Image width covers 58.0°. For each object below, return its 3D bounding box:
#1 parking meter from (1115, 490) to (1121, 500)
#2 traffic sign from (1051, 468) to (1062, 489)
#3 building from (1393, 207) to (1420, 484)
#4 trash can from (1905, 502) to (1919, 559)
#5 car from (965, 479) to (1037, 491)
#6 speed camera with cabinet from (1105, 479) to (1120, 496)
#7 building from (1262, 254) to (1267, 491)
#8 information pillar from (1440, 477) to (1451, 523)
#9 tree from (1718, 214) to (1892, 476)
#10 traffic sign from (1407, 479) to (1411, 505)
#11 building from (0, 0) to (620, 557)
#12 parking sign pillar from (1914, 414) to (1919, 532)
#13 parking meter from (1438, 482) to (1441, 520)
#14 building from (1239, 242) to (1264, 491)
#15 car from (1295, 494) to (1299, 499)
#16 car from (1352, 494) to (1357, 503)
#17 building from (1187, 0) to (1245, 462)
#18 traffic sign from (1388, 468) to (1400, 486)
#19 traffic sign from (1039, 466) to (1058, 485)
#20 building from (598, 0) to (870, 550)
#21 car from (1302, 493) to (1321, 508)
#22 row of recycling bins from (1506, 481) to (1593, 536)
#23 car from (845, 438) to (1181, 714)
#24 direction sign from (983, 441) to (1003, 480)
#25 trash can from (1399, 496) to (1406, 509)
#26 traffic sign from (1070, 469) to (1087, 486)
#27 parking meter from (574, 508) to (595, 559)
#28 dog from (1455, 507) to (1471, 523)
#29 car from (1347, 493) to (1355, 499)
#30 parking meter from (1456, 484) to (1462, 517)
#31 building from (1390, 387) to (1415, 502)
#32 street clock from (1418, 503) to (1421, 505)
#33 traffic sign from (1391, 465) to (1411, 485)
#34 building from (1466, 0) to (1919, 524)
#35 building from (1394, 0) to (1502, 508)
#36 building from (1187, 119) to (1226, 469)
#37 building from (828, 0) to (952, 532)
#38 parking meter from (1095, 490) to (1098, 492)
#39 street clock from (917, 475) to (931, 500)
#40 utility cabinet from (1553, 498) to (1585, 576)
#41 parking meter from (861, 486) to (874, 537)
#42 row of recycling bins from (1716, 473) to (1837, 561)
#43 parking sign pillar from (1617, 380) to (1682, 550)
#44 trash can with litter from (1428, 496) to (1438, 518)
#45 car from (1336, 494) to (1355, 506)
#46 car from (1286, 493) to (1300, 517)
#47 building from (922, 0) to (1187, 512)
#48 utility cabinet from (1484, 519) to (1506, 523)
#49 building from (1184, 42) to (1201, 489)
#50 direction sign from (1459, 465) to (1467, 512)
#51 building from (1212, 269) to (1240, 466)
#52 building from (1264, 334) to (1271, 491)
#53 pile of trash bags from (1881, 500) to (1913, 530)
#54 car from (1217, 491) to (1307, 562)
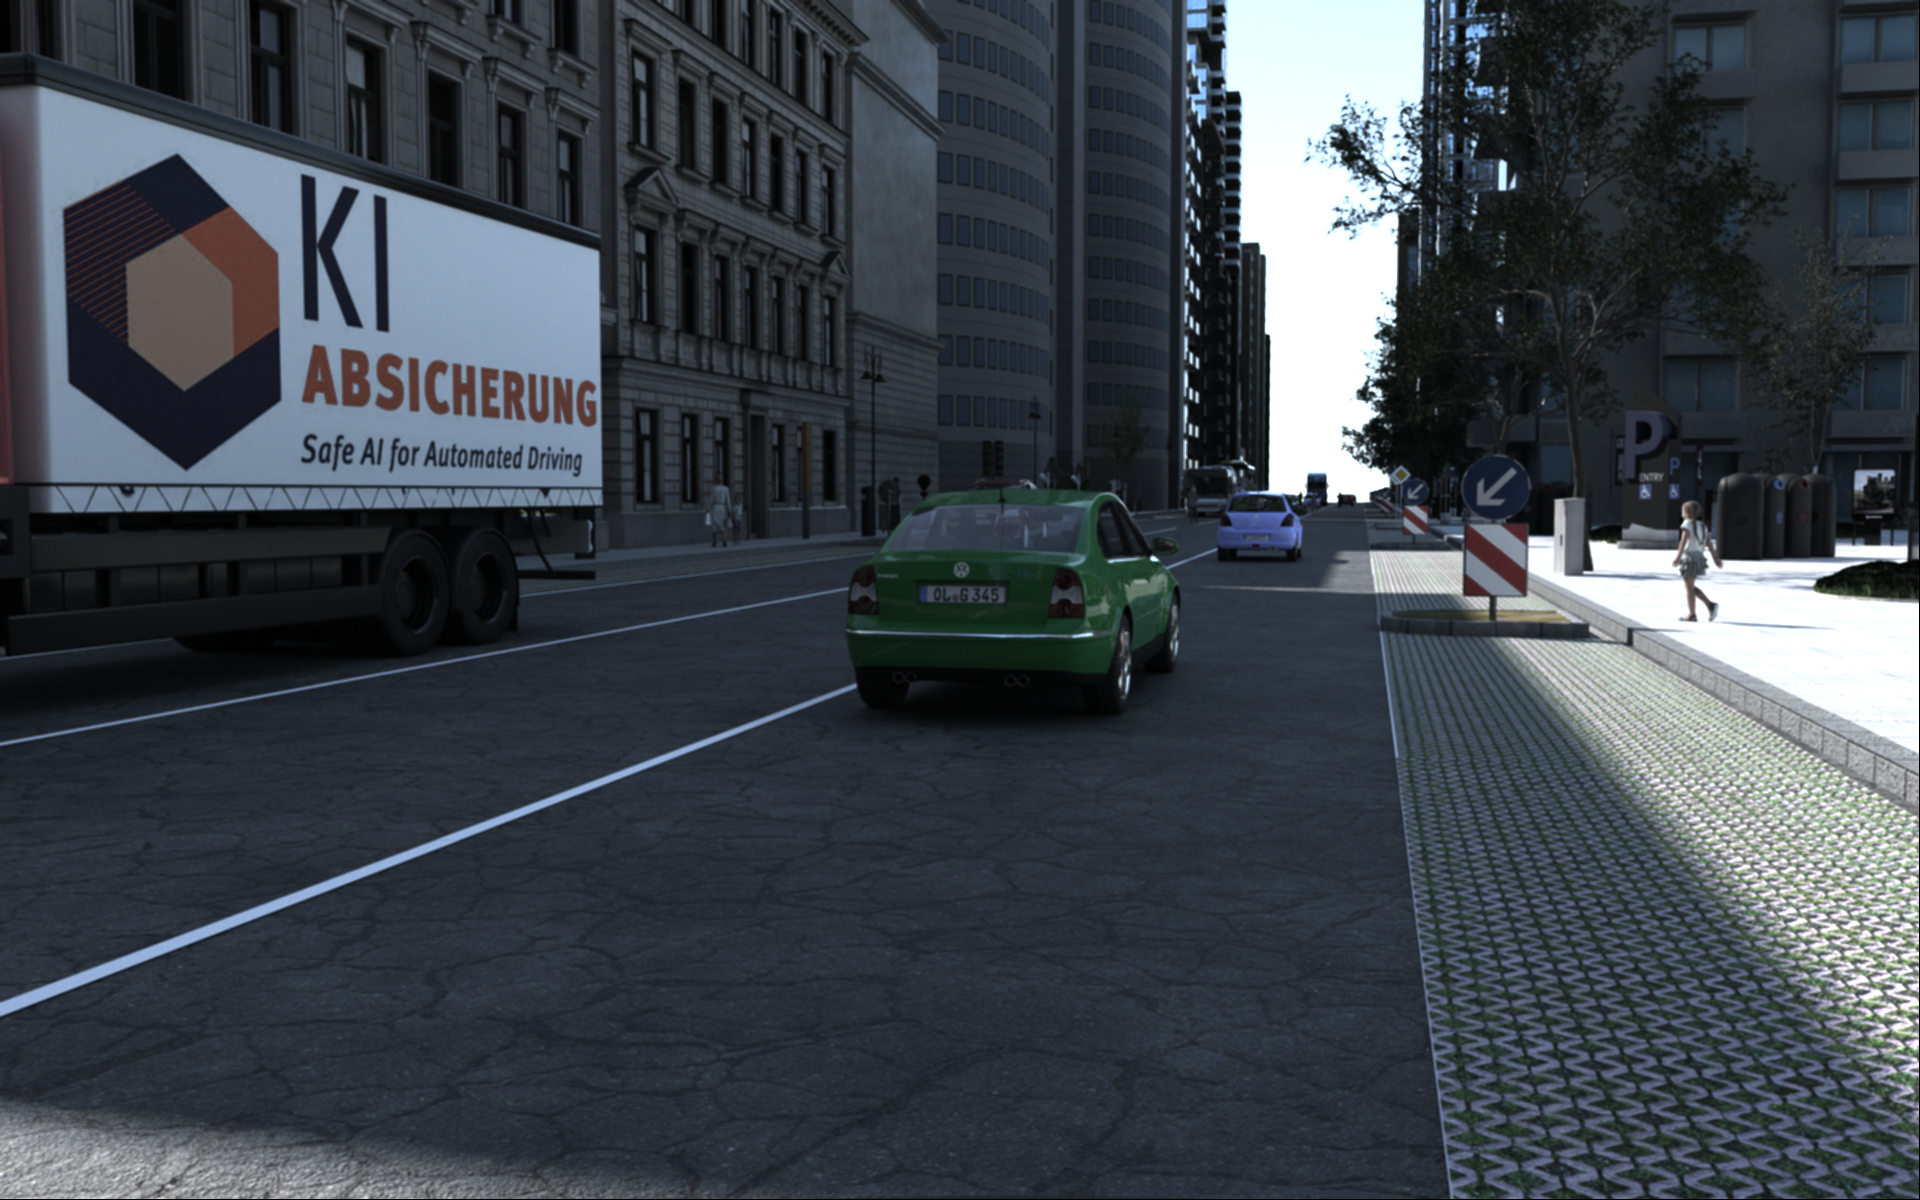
[{"bbox_3d":[9.644,-5.954,105.754,0.372,1.533,0.369,0,3,0],"label":"parking meter"},{"bbox_3d":[4.556,-5.105,83.570,0.768,2.556,0.104,1,4,20],"label":"traffic sign"},{"bbox_3d":[74.443,-37.771,267.666,14.600,45.320,14.200,1,4,13],"label":"building"},{"bbox_3d":[17.180,-1.168,30.755,0.748,1.137,0.748,0,3,0],"label":"trash can"},{"bbox_3d":[1.014,-2.238,45.271,2.281,1.827,5.304,1,4,11],"label":"car"},{"bbox_3d":[9.971,-7.272,113.240,0.660,3.252,2.038,0,4,-7],"label":"speed camera with cabinet"},{"bbox_3d":[43.391,-36.997,288.502,14.154,41.232,14.086,1,4,13],"label":"building"},{"bbox_3d":[21.290,-4.372,75.974,0.304,2.012,0.304,-3,4,-37],"label":"information pillar"},{"bbox_3d":[22.742,-5.865,46.251,4.360,8.622,3.978,0,3,0],"label":"tree"},{"bbox_3d":[30.353,-7.004,116.642,0.606,2.300,0.079,1,4,20],"label":"traffic sign"},{"bbox_3d":[-16.620,-10.319,19.620,10.553,20.767,40.483,1,4,13],"label":"building"},{"bbox_3d":[32.869,-4.273,58.331,1.447,3.967,1.447,-1,4,-10],"label":"parking sign pillar"},{"bbox_3d":[23.693,-4.864,85.236,0.255,1.863,0.399,0,4,0],"label":"parking meter"},{"bbox_3d":[39.998,-36.163,274.855,14.154,41.232,14.086,1,4,13],"label":"building"},{"bbox_3d":[47.004,-14.109,242.680,2.014,1.417,4.499,1,4,12],"label":"car"},{"bbox_3d":[64.486,-16.926,285.771,2.155,1.783,4.494,1,4,11],"label":"car"},{"bbox_3d":[30.934,-57.458,252.102,22.319,86.520,31.000,1,4,13],"label":"building"},{"bbox_3d":[19.393,-4.562,76.787,0.795,2.593,0.064,1,4,13],"label":"traffic sign"},{"bbox_3d":[3.664,-4.285,72.255,0.795,2.593,0.064,1,4,13],"label":"traffic sign"},{"bbox_3d":[-10.294,-11.299,49.362,10.561,19.102,19.286,1,4,13],"label":"building"},{"bbox_3d":[35.382,-10.069,174.225,1.945,1.707,3.694,1,4,12],"label":"car"},{"bbox_3d":[18.313,-2.881,54.210,1.069,1.692,3.534,-2,4,-28],"label":"row of recycling bins"},{"bbox_3d":[0.554,-0.244,12.784,1.959,1.807,4.718,1,4,14],"label":"car"},{"bbox_3d":[1.400,-4.997,73.695,0.876,3.537,0.379,1,4,12],"label":"direction sign"},{"bbox_3d":[37.251,-8.198,145.698,0.748,1.137,0.748,0,3,0],"label":"trash can"},{"bbox_3d":[5.474,-4.761,80.033,0.795,2.593,0.064,1,4,13],"label":"traffic sign"},{"bbox_3d":[-7.394,-1.741,34.175,0.399,1.863,0.255,-2,4,-29],"label":"parking meter"},{"bbox_3d":[22.712,-3.897,78.093,0.800,0.831,0.513,0,4,6],"label":"dog"},{"bbox_3d":[54.066,-14.231,241.722,2.155,1.783,4.494,1,4,12],"label":"car"},{"bbox_3d":[27.879,-5.566,96.710,0.255,1.863,0.399,1,4,22],"label":"parking meter"},{"bbox_3d":[85.988,-27.080,287.798,27.650,21.520,28.899,1,4,13],"label":"building"},{"bbox_3d":[26.383,-5.805,99.485,0.358,2.002,0.471,1,4,19],"label":"street clock"},{"bbox_3d":[17.583,-4.087,69.008,0.795,2.593,0.064,1,4,13],"label":"traffic sign"},{"bbox_3d":[39.624,-28.160,80.030,30.456,49.044,23.786,1,4,13],"label":"building"},{"bbox_3d":[63.142,-54.423,202.491,22.319,86.520,31.000,1,4,13],"label":"building"},{"bbox_3d":[18.915,-33.395,200.632,22.147,44.769,28.867,1,4,13],"label":"building"},{"bbox_3d":[-18.489,-15.260,68.592,34.723,24.649,14.460,1,4,13],"label":"building"},{"bbox_3d":[8.573,-6.065,107.573,0.372,1.533,0.369,0,3,0],"label":"parking meter"},{"bbox_3d":[-1.352,-3.710,65.233,0.471,2.002,0.358,1,4,15],"label":"street clock"},{"bbox_3d":[9.667,-1.001,27.528,0.306,1.237,1.020,1,4,9],"label":"utility cabinet"},{"bbox_3d":[-2.790,-2.686,52.321,0.372,1.533,0.369,0,3,0],"label":"parking meter"},{"bbox_3d":[16.259,-1.678,34.552,3.534,1.692,1.069,-2,4,-35],"label":"row of recycling bins"},{"bbox_3d":[16.109,-3.171,40.320,1.447,3.967,1.447,-2,4,-27],"label":"parking sign pillar"},{"bbox_3d":[24.859,-4.865,90.932,0.624,1.170,1.055,0,4,-7],"label":"trash can with litter"},{"bbox_3d":[45.588,-11.968,204.713,2.155,1.783,4.494,1,4,11],"label":"car"},{"bbox_3d":[20.360,-6.108,108.655,1.959,1.807,4.718,1,4,12],"label":"car"},{"bbox_3d":[5.741,-36.280,135.179,21.231,58.520,28.212,1,4,13],"label":"building"},{"bbox_3d":[13.235,-1.937,42.825,0.306,1.237,1.020,2,4,31],"label":"utility cabinet"},{"bbox_3d":[11.827,-33.755,171.510,23.786,49.044,30.456,1,4,13],"label":"building"},{"bbox_3d":[35.618,-7.992,122.668,0.876,3.537,0.379,-3,4,-38],"label":"direction sign"},{"bbox_3d":[28.063,-27.480,220.996,14.160,30.474,14.107,1,4,13],"label":"building"},{"bbox_3d":[46.738,-32.465,302.499,14.160,30.474,14.107,1,4,13],"label":"building"},{"bbox_3d":[34.155,-3.275,63.292,1.912,1.369,3.447,0,4,-1],"label":"pile of trash bags"},{"bbox_3d":[6.639,-1.746,38.141,1.945,1.707,3.694,1,4,13],"label":"car"}]
